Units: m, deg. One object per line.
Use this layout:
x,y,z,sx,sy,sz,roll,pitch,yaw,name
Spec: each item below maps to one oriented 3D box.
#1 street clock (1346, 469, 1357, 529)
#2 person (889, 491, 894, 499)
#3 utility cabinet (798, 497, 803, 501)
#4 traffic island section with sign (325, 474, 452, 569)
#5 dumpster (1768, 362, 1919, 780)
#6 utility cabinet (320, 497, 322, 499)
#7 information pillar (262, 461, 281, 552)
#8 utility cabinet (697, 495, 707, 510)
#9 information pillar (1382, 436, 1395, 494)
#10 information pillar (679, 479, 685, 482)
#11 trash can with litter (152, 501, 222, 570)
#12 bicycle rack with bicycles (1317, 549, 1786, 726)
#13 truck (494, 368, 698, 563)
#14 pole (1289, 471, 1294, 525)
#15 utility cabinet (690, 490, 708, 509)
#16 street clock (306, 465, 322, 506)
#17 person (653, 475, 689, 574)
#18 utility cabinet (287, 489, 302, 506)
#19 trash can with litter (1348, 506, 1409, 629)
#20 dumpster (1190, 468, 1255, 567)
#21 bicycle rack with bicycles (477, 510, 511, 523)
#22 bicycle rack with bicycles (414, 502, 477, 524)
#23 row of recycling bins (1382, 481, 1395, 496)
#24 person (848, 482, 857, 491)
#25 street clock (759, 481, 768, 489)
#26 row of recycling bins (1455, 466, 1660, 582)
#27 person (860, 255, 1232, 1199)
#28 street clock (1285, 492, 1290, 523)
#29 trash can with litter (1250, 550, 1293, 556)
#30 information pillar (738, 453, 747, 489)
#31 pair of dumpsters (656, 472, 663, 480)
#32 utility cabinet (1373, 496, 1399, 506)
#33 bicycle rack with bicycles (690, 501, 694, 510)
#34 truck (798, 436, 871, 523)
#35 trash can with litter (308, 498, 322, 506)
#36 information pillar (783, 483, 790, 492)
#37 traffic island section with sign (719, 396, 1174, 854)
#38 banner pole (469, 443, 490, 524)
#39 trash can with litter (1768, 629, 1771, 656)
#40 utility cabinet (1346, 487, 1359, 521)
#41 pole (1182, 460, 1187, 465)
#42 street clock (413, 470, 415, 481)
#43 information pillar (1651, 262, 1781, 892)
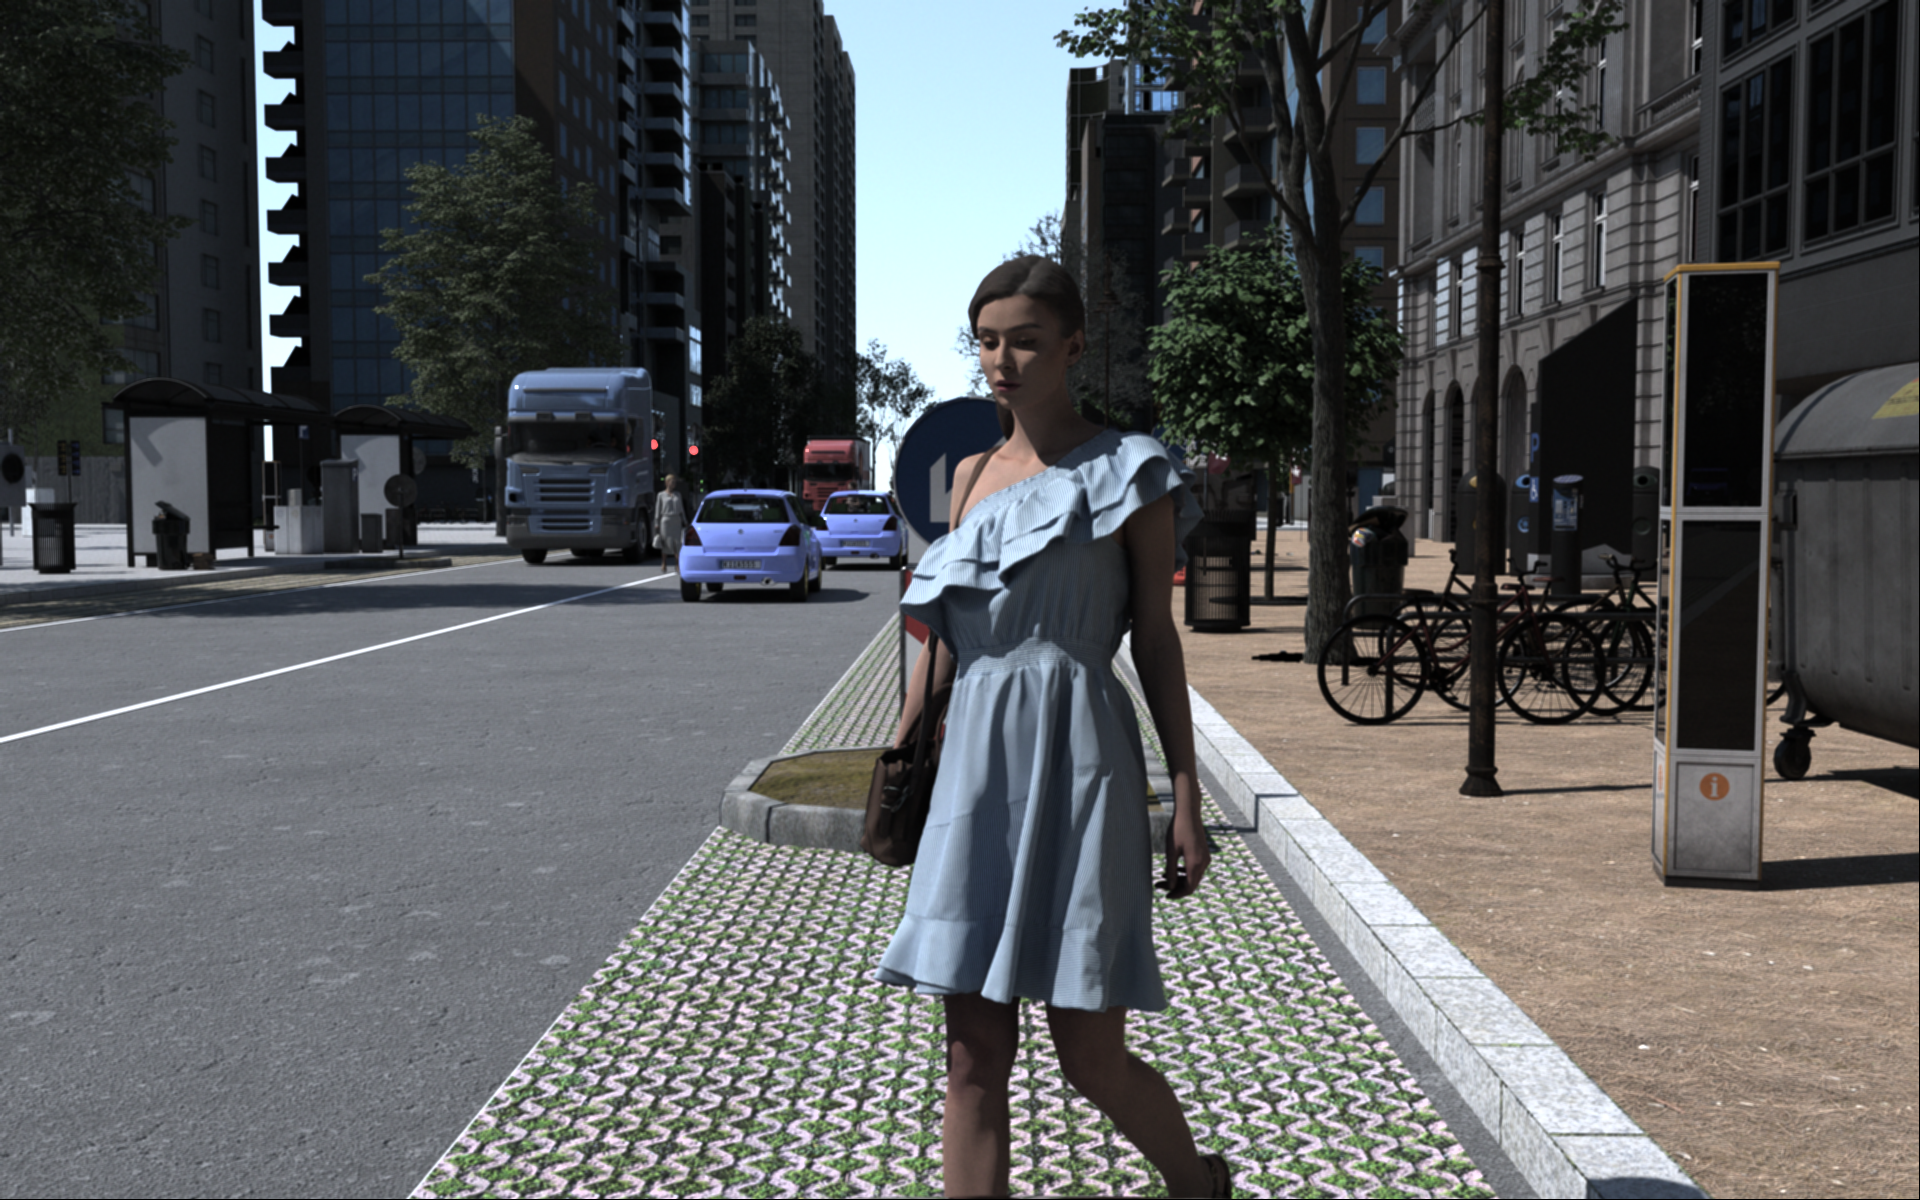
11.444,-2.831,50.864,0.358,2.002,0.471,-1,4,-10,street clock
-7.169,-10.491,180.709,0.721,1.739,1.217,-2,4,-25,person
-12.673,-7.561,134.791,0.306,1.237,1.020,3,4,36,utility cabinet
-11.060,-1.539,33.795,1.989,1.847,2.006,0,4,1,traffic island section with sign
4.227,-0.076,7.009,1.264,1.857,1.865,0,4,1,dumpster
-19.650,-2.631,54.177,0.306,1.237,1.020,2,4,27,utility cabinet
-15.365,-2.093,38.712,0.304,2.012,0.304,0,4,-4,information pillar
-12.027,-4.371,82.634,1.020,1.237,0.306,0,4,7,utility cabinet
17.338,-4.809,69.980,0.504,3.616,0.183,2,4,26,information pillar
-15.261,-5.518,94.703,0.304,2.012,0.304,2,4,26,information pillar
-13.089,-1.098,29.333,1.055,1.170,0.624,0,4,-6,trash can with litter
3.538,0.176,10.502,2.925,0.926,2.852,0,4,6,bicycle rack with bicycles
-7.625,-3.242,42.769,2.967,4.110,18.799,0,4,1,truck
13.665,-4.735,71.258,0.158,3.312,0.155,0,3,0,pole
-14.120,-5.149,92.872,1.173,1.500,0.318,-3,4,-36,utility cabinet
-15.996,-2.357,43.109,0.471,2.002,0.358,-1,4,-14,street clock
-5.193,-1.370,31.254,0.694,1.780,0.624,-1,4,-13,person
-28.984,-4.082,75.425,0.318,1.500,1.173,-3,4,-36,utility cabinet
3.881,-0.324,16.677,0.624,1.170,1.055,-1,4,-10,trash can with litter
4.306,-1.452,29.499,1.264,1.857,1.865,0,4,1,dumpster
-13.400,-2.521,54.606,2.852,0.926,2.925,0,4,-4,bicycle rack with bicycles
-22.266,-3.794,75.406,2.925,0.926,2.852,3,4,36,bicycle rack with bicycles
14.472,-3.051,56.995,1.069,1.692,3.534,1,4,18,row of recycling bins
-3.110,-2.457,49.015,0.374,1.781,0.599,-3,5,-40,person
-11.316,-5.815,99.642,0.471,2.002,0.358,1,4,15,street clock
9.217,-1.191,26.585,1.069,1.692,3.534,-3,5,-42,row of recycling bins
0.130,0.349,2.889,0.778,1.811,0.616,-3,5,-44,person
14.523,-4.410,76.666,0.471,2.002,0.358,1,4,19,street clock
5.860,-1.552,36.439,2.233,1.210,1.678,1,4,19,trash can with litter
-12.476,-6.607,99.384,0.504,3.616,0.183,-1,4,-11,information pillar
-13.263,-4.432,74.959,1.574,2.255,4.437,0,4,1,pair of dumpsters
13.436,-2.637,54.272,0.306,1.237,1.020,-3,5,-40,utility cabinet
-13.267,-4.543,87.663,2.925,0.926,2.852,-1,4,-12,bicycle rack with bicycles
-6.049,-5.905,85.454,2.839,4.237,11.283,0,4,1,truck
-17.325,-2.185,47.114,0.624,1.170,1.055,-3,4,-38,trash can with litter
-11.523,-6.764,115.083,0.304,2.012,0.304,3,5,40,information pillar
-0.031,0.050,7.807,1.989,1.847,2.006,0,4,1,traffic island section with sign
-20.609,-5.149,74.209,0.863,3.779,0.401,0,4,-1,banner pole
7.077,-0.174,13.908,1.678,1.210,2.233,-1,4,-14,trash can with litter
12.023,-2.820,54.788,1.173,1.500,0.318,-1,4,-22,utility cabinet
7.048,-3.710,54.497,0.158,3.312,0.155,0,3,0,pole
-14.422,-2.478,45.080,0.471,2.002,0.358,-1,4,-11,street clock
2.475,-0.074,5.698,0.304,2.012,0.304,1,4,14,information pillar
